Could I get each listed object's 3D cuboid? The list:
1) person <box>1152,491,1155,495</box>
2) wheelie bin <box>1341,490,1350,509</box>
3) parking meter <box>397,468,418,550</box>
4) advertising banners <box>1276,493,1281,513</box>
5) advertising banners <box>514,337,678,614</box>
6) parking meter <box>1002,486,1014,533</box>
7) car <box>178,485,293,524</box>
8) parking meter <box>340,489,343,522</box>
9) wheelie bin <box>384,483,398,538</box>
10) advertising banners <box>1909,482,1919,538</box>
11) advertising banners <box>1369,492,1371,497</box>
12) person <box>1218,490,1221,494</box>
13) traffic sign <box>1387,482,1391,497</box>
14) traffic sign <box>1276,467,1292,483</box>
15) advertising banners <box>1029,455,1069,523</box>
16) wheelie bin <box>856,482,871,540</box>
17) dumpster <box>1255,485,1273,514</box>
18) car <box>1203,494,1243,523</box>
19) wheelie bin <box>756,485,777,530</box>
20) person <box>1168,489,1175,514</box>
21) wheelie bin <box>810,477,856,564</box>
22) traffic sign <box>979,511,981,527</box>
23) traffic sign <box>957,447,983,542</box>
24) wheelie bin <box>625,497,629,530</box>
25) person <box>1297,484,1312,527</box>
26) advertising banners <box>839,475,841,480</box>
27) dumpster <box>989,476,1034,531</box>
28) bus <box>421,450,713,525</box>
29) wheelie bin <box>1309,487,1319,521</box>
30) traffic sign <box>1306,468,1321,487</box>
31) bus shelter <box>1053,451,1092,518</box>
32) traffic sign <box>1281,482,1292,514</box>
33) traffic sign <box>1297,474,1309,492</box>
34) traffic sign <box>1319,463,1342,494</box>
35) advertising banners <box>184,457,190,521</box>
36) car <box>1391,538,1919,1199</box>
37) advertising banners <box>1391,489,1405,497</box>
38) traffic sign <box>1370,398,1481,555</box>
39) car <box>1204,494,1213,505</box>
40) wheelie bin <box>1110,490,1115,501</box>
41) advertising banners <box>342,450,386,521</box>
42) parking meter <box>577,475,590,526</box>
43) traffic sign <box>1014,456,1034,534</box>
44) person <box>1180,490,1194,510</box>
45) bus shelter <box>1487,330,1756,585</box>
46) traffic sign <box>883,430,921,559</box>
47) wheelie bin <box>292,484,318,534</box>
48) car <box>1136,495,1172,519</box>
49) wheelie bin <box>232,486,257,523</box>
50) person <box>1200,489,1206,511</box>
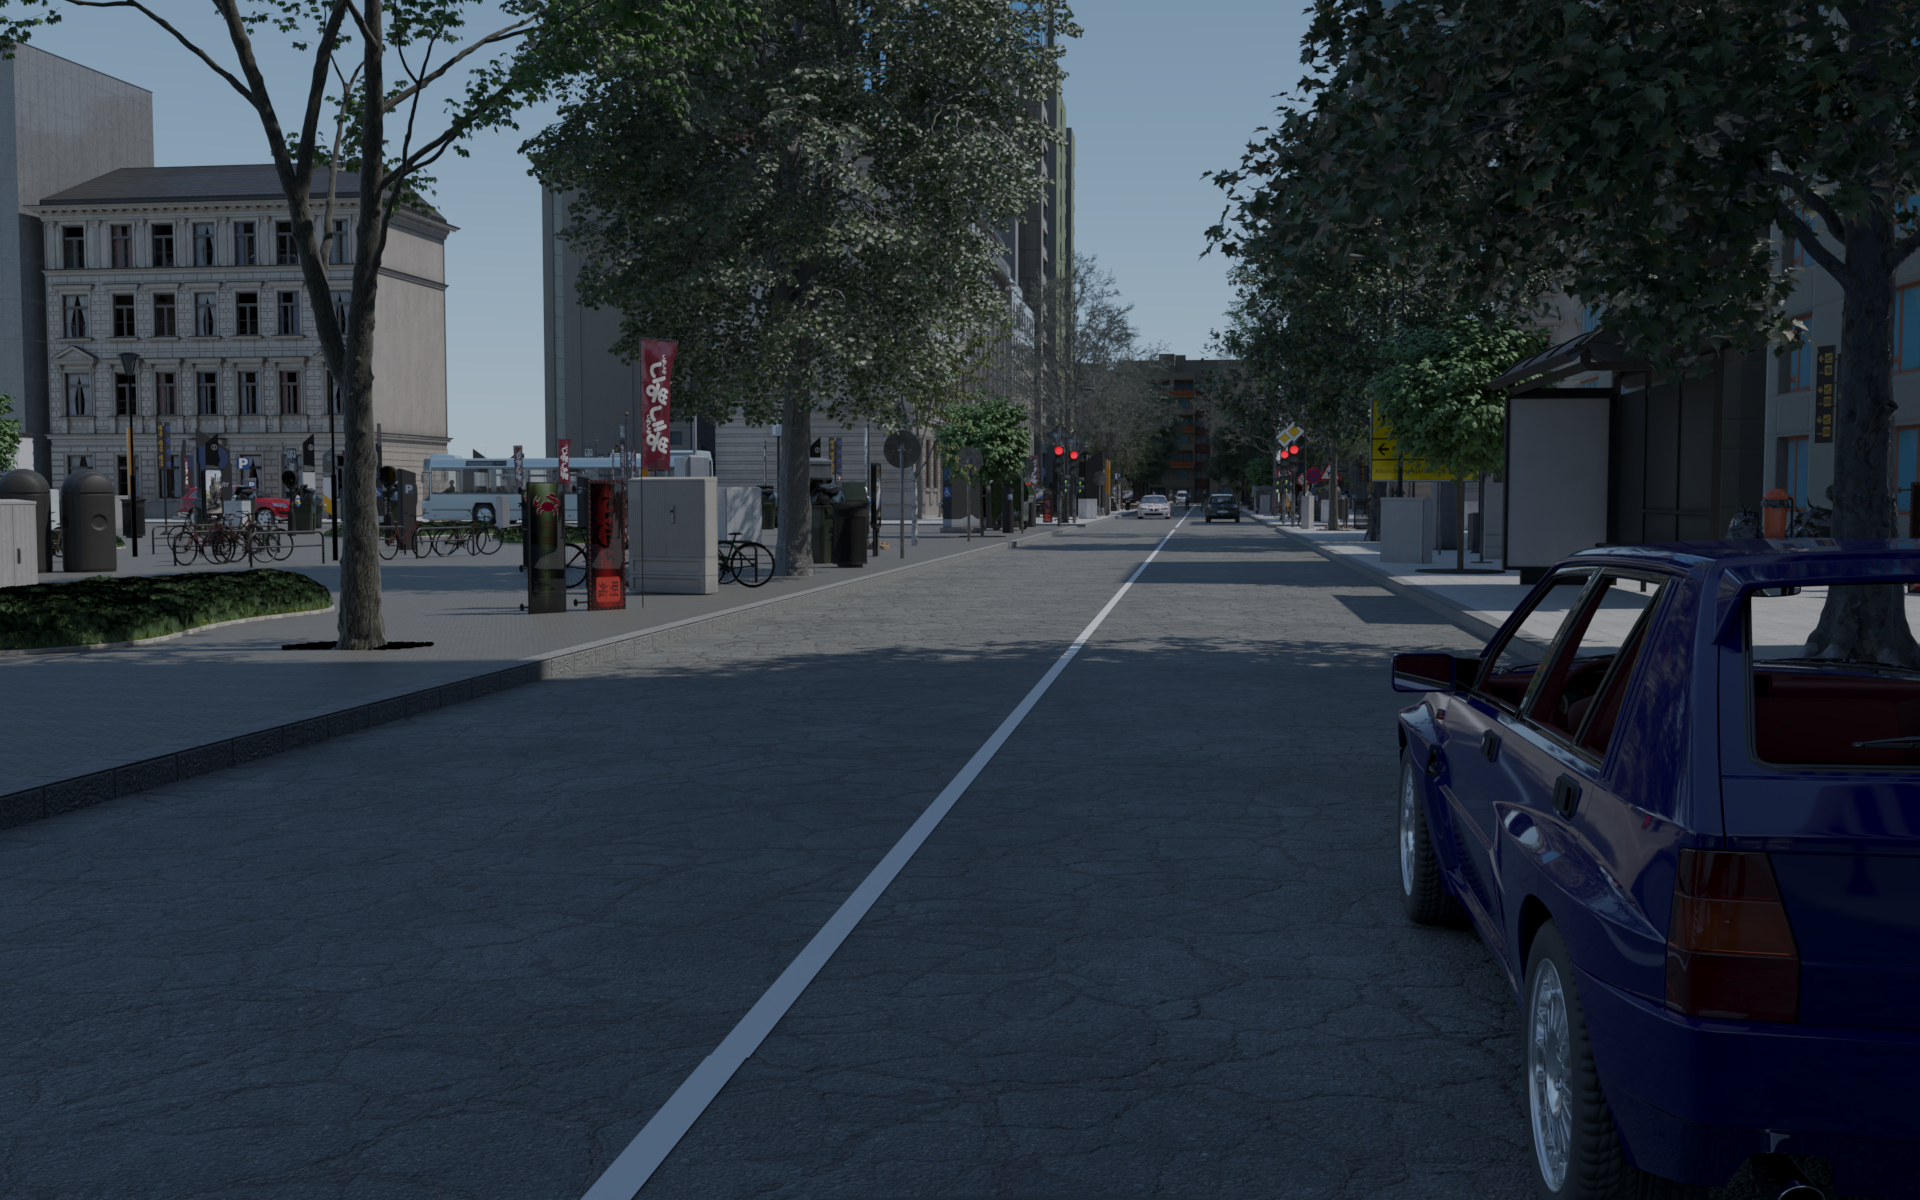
[{"bbox_3d":[25.778,-13.669,231.858,0.599,1.838,0.709,-1,4,-18],"label":"person"},{"bbox_3d":[32.125,-8.361,144.614,0.693,1.594,0.980,-3,4,-38],"label":"wheelie bin"},{"bbox_3d":[-12.658,-2.079,39.697,0.399,1.863,0.255,-3,4,-38],"label":"parking meter"},{"bbox_3d":[21.649,-7.369,116.674,0.090,3.025,2.074,-2,4,-27],"label":"advertising banners"},{"bbox_3d":[-3.929,-1.398,19.046,0.090,3.025,2.074,3,5,44],"label":"advertising banners"},{"bbox_3d":[1.579,-2.960,56.808,0.372,1.533,0.369,0,3,0],"label":"parking meter"},{"bbox_3d":[-31.879,-4.167,76.811,5.304,1.827,2.281,0,4,7],"label":"car"},{"bbox_3d":[-28.652,-4.417,80.624,0.372,1.533,0.369,0,3,0],"label":"parking meter"},{"bbox_3d":[-15.748,-2.481,48.473,0.693,1.594,0.980,-2,4,-31],"label":"wheelie bin"},{"bbox_3d":[12.421,-1.593,22.227,0.090,3.025,2.074,-2,4,-28],"label":"advertising banners"},{"bbox_3d":[25.141,-6.691,105.589,0.090,3.025,2.074,0,4,6],"label":"advertising banners"},{"bbox_3d":[24.462,-9.458,163.152,0.705,1.823,1.348,1,4,19],"label":"person"},{"bbox_3d":[9.763,-2.403,39.391,0.768,2.556,0.104,1,4,10],"label":"traffic sign"},{"bbox_3d":[14.707,-4.796,78.517,0.768,2.556,0.104,1,4,17],"label":"traffic sign"},{"bbox_3d":[3.949,-4.969,77.433,2.074,3.025,0.090,2,4,34],"label":"advertising banners"},{"bbox_3d":[-2.788,-2.267,44.981,0.980,1.594,0.693,-1,4,-20],"label":"wheelie bin"},{"bbox_3d":[19.679,-6.478,111.678,1.264,1.857,1.865,0,4,8],"label":"dumpster"},{"bbox_3d":[13.321,-4.766,87.715,2.009,1.686,4.222,1,4,9],"label":"car"},{"bbox_3d":[-7.011,-3.345,62.606,0.980,1.594,0.693,-2,4,-26],"label":"wheelie bin"},{"bbox_3d":[15.017,-6.986,123.273,0.519,1.759,0.362,1,4,16],"label":"person"},{"bbox_3d":[-2.558,-1.483,32.149,0.693,1.594,0.980,2,4,35],"label":"wheelie bin"},{"bbox_3d":[0.657,-3.561,58.334,0.768,2.556,0.104,1,4,11],"label":"traffic sign"},{"bbox_3d":[0.236,-2.846,46.645,0.768,2.556,0.104,1,4,15],"label":"traffic sign"},{"bbox_3d":[-7.434,-2.003,40.662,0.693,1.594,0.980,0,4,7],"label":"wheelie bin"},{"bbox_3d":[14.093,-3.810,70.764,0.622,1.834,0.822,0,4,-7],"label":"person"},{"bbox_3d":[-5.594,-5.355,83.747,0.090,3.025,2.074,1,4,14],"label":"advertising banners"},{"bbox_3d":[1.785,-3.601,61.363,1.502,2.255,1.985,0,4,8],"label":"dumpster"},{"bbox_3d":[-17.445,-4.902,75.012,13.247,3.499,2.948,1,4,10],"label":"bus"},{"bbox_3d":[16.812,-4.539,82.114,0.693,1.594,0.980,-2,4,-24],"label":"wheelie bin"},{"bbox_3d":[17.030,-5.105,83.568,0.768,2.556,0.104,1,4,13],"label":"traffic sign"},{"bbox_3d":[6.294,-6.436,96.514,1.731,3.624,6.357,0,4,8],"label":"bus shelter"},{"bbox_3d":[21.269,-6.890,112.653,0.884,2.594,0.081,1,4,14],"label":"traffic sign"},{"bbox_3d":[21.338,-6.581,107.703,0.768,2.556,0.104,1,4,16],"label":"traffic sign"},{"bbox_3d":[14.343,-4.109,67.181,0.884,2.594,0.081,1,4,13],"label":"traffic sign"},{"bbox_3d":[-37.075,-5.350,83.657,0.090,3.025,2.074,0,4,-5],"label":"advertising banners"},{"bbox_3d":[2.173,0.492,4.531,1.945,1.354,3.894,1,4,8],"label":"car"},{"bbox_3d":[13.445,-3.536,54.000,0.090,3.025,2.074,3,4,36],"label":"advertising banners"},{"bbox_3d":[9.764,-2.598,36.354,2.265,3.308,0.079,1,4,13],"label":"traffic sign"},{"bbox_3d":[19.949,-7.466,133.866,2.131,1.459,4.920,0,4,8],"label":"car"},{"bbox_3d":[11.401,-7.626,132.595,0.693,1.594,0.980,3,5,39],"label":"wheelie bin"},{"bbox_3d":[-23.521,-4.449,68.922,2.074,3.025,0.090,0,4,-1],"label":"advertising banners"},{"bbox_3d":[-11.608,-2.921,53.467,0.399,1.863,0.255,3,4,36],"label":"parking meter"},{"bbox_3d":[2.024,-3.427,56.138,0.768,2.556,0.104,1,4,10],"label":"traffic sign"},{"bbox_3d":[20.277,-8.942,154.691,1.348,1.826,0.705,-1,4,-17],"label":"person"},{"bbox_3d":[8.112,-1.711,21.905,2.014,3.302,5.546,1,4,8],"label":"bus shelter"},{"bbox_3d":[-1.151,-2.095,34.366,0.768,2.556,0.104,1,4,10],"label":"traffic sign"},{"bbox_3d":[-20.895,-2.897,55.278,0.693,1.594,0.980,0,4,-6],"label":"wheelie bin"},{"bbox_3d":[11.186,-5.346,99.765,2.083,1.381,4.827,0,4,7],"label":"car"},{"bbox_3d":[-28.385,-3.723,68.783,0.693,1.594,0.980,2,4,34],"label":"wheelie bin"},{"bbox_3d":[20.128,-8.212,142.539,0.755,1.850,0.659,0,4,8],"label":"person"}]
